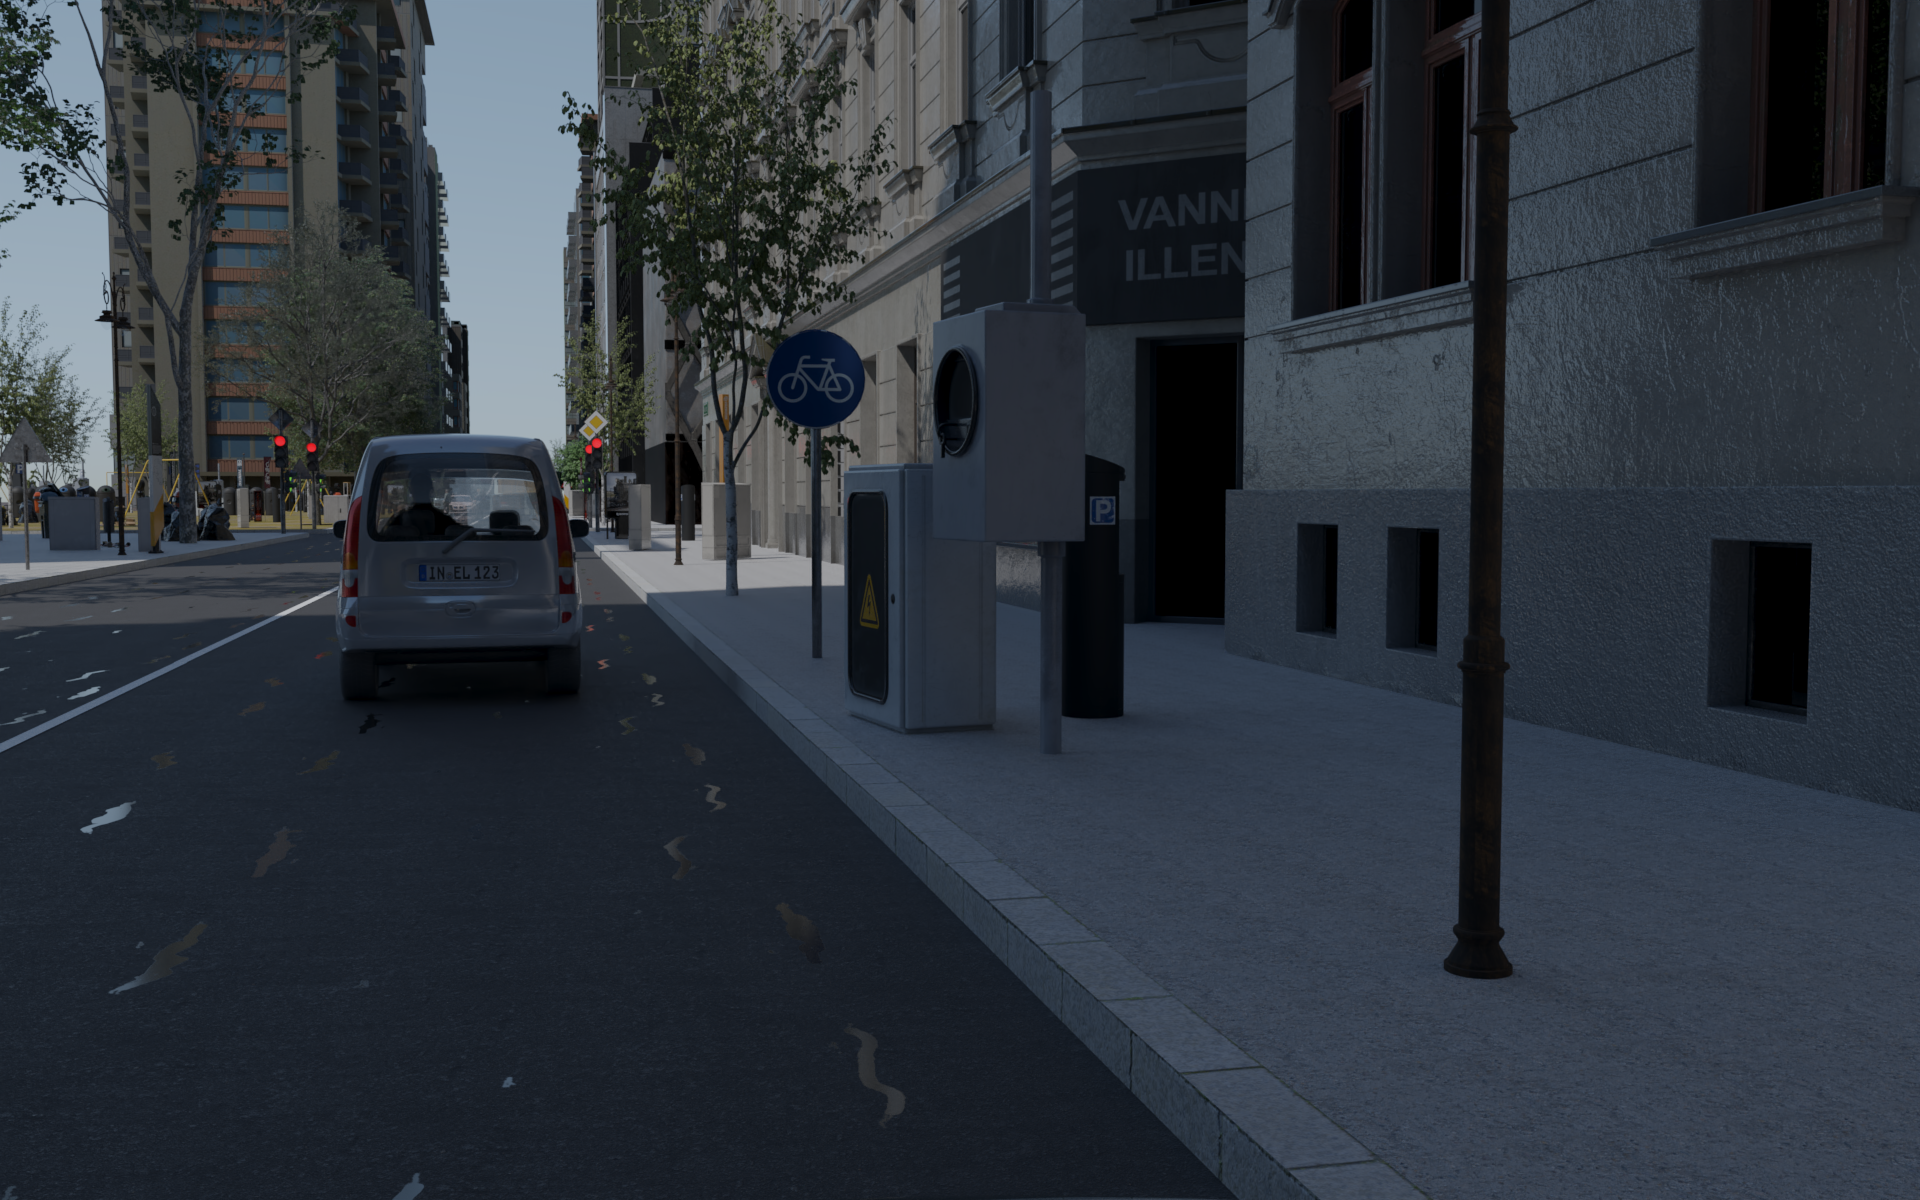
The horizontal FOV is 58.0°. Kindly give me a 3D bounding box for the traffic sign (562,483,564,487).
[{"bbox_3d":[-31.023,-8.362,136.729,0.884,2.594,0.081,0,4,-6],"label":"traffic sign"}]

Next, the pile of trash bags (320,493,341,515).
[{"bbox_3d":[-38.415,-5.883,105.937,1.912,1.369,3.447,-2,4,-34],"label":"pile of trash bags"}]

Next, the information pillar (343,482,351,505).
[{"bbox_3d":[-38.437,-6.370,108.649,0.304,2.012,0.304,1,4,16],"label":"information pillar"}]

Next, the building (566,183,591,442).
[{"bbox_3d":[-49.062,-39.628,267.530,23.786,49.044,30.456,-1,4,-14],"label":"building"}]

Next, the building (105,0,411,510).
[{"bbox_3d":[-58.888,-30.147,147.522,22.147,44.769,28.867,-1,4,-14],"label":"building"}]

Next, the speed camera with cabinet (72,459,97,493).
[{"bbox_3d":[-48.997,-6.319,97.652,0.660,3.252,2.038,1,4,20],"label":"speed camera with cabinet"}]

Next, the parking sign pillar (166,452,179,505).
[{"bbox_3d":[-50.840,-7.581,112.420,1.447,3.967,1.447,1,4,17],"label":"parking sign pillar"}]

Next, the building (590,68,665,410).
[{"bbox_3d":[-16.851,-28.304,154.647,32.217,40.220,23.993,-1,4,-14],"label":"building"}]

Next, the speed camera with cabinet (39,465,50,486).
[{"bbox_3d":[-61.985,-7.601,118.606,2.038,3.252,0.660,1,4,11],"label":"speed camera with cabinet"}]

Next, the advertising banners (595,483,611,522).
[{"bbox_3d":[-16.297,-5.060,78.912,0.090,3.025,2.074,1,4,10],"label":"advertising banners"}]

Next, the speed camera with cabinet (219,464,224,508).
[{"bbox_3d":[-48.012,-7.243,112.766,0.660,3.252,2.038,0,4,7],"label":"speed camera with cabinet"}]

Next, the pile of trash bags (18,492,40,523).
[{"bbox_3d":[-40.872,-4.111,76.975,1.912,1.369,3.447,-2,4,-27],"label":"pile of trash bags"}]

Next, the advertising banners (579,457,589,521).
[{"bbox_3d":[-17.927,-5.301,82.853,0.090,3.025,2.074,0,4,2],"label":"advertising banners"}]

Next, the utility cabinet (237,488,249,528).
[{"bbox_3d":[-27.160,-3.480,65.574,0.318,1.500,1.173,-2,4,-28],"label":"utility cabinet"}]

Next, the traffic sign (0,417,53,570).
[{"bbox_3d":[-15.772,-1.787,29.229,0.884,2.594,0.081,0,4,-6],"label":"traffic sign"}]

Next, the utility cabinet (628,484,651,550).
[{"bbox_3d":[-7.360,-1.901,39.761,0.318,1.500,1.173,0,4,0],"label":"utility cabinet"}]

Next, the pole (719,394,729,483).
[{"bbox_3d":[-4.822,-2.546,35.466,0.158,3.312,0.155,0,3,0],"label":"pole"}]

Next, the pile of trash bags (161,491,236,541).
[{"bbox_3d":[-21.586,-2.371,48.512,1.912,1.369,3.447,-2,4,-33],"label":"pile of trash bags"}]

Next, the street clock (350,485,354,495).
[{"bbox_3d":[-46.636,-7.856,133.018,0.358,2.002,0.471,1,4,19],"label":"street clock"}]

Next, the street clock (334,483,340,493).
[{"bbox_3d":[-42.105,-6.885,117.140,0.358,2.002,0.471,0,4,5],"label":"street clock"}]

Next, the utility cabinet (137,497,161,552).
[{"bbox_3d":[-18.295,-1.707,39.064,0.306,1.237,1.020,-1,4,-14],"label":"utility cabinet"}]

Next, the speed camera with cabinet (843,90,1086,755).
[{"bbox_3d":[-0.038,-0.908,9.175,0.660,3.252,2.038,-1,4,-23],"label":"speed camera with cabinet"}]

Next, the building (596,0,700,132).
[{"bbox_3d":[-27.877,-45.020,174.332,20.563,71.187,20.611,-1,4,-14],"label":"building"}]

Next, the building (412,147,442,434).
[{"bbox_3d":[-66.715,-31.390,196.821,14.154,41.232,14.086,-1,4,-14],"label":"building"}]

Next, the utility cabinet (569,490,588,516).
[{"bbox_3d":[-21.892,-5.546,99.359,0.318,1.500,1.173,2,4,34],"label":"utility cabinet"}]

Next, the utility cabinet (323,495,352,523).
[{"bbox_3d":[-27.675,-4.017,76.845,1.020,1.237,0.306,-1,4,-11],"label":"utility cabinet"}]

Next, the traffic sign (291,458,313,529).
[{"bbox_3d":[-23.869,-3.833,62.677,0.884,2.594,0.081,-1,4,-11],"label":"traffic sign"}]

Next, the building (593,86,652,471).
[{"bbox_3d":[-17.040,-17.965,111.742,12.078,24.808,19.932,-1,4,-14],"label":"building"}]

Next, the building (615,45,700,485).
[{"bbox_3d":[-12.148,-16.203,94.604,12.332,23.373,15.834,-1,4,-14],"label":"building"}]

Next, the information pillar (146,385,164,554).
[{"bbox_3d":[-17.366,-2.815,37.378,0.183,3.616,0.504,0,4,-1],"label":"information pillar"}]

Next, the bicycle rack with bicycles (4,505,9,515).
[{"bbox_3d":[-57.019,-5.650,105.756,2.925,0.926,2.852,0,4,-8],"label":"bicycle rack with bicycles"}]

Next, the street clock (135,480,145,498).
[{"bbox_3d":[-41.039,-5.024,86.713,0.471,2.002,0.358,2,4,24],"label":"street clock"}]

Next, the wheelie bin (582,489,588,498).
[{"bbox_3d":[-22.987,-5.981,105.701,0.693,1.594,0.980,1,4,20],"label":"wheelie bin"}]

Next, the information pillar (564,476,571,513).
[{"bbox_3d":[-26.197,-7.597,115.570,0.504,3.616,0.183,1,4,21],"label":"information pillar"}]

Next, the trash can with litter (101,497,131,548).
[{"bbox_3d":[-20.766,-1.895,42.049,1.678,1.210,2.233,-2,4,-29],"label":"trash can with litter"}]

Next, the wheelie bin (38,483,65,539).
[{"bbox_3d":[-26.275,-2.583,50.135,0.693,1.594,0.980,-3,5,-41],"label":"wheelie bin"}]

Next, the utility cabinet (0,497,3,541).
[{"bbox_3d":[-26.665,-2.210,47.293,0.306,1.237,1.020,1,4,15],"label":"utility cabinet"}]

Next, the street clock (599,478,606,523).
[{"bbox_3d":[-15.682,-4.378,76.152,0.471,2.002,0.358,0,4,2],"label":"street clock"}]

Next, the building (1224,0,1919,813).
[{"bbox_3d":[10.808,-13.236,3.801,14.401,28.519,23.554,-1,4,-14],"label":"building"}]

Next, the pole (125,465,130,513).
[{"bbox_3d":[-57.790,-7.731,120.239,0.158,3.312,0.155,0,3,0],"label":"pole"}]

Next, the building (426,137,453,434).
[{"bbox_3d":[-79.797,-37.384,230.833,23.786,49.044,30.456,-1,4,-14],"label":"building"}]

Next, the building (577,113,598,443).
[{"bbox_3d":[-32.413,-33.323,199.451,22.147,44.769,28.867,-1,4,-14],"label":"building"}]

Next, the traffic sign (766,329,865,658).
[{"bbox_3d":[-1.119,-0.819,13.496,0.768,2.556,0.104,0,4,-5],"label":"traffic sign"}]

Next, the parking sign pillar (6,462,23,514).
[{"bbox_3d":[-58.711,-7.310,107.995,1.447,3.967,1.447,3,4,37],"label":"parking sign pillar"}]

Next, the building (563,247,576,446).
[{"bbox_3d":[-58.724,-37.012,288.744,14.154,41.232,14.086,-1,4,-14],"label":"building"}]

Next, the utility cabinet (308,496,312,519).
[{"bbox_3d":[-33.109,-4.730,88.494,0.306,1.237,1.020,-1,4,-15],"label":"utility cabinet"}]

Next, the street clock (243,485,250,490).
[{"bbox_3d":[-54.683,-7.844,132.822,0.471,2.002,0.358,1,4,12],"label":"street clock"}]

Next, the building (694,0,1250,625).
[{"bbox_3d":[4.317,-15.935,36.949,17.030,29.872,44.131,-1,4,-14],"label":"building"}]

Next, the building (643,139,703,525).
[{"bbox_3d":[-5.385,-12.920,78.697,16.811,18.784,16.820,-1,4,-14],"label":"building"}]

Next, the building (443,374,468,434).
[{"bbox_3d":[-88.791,-25.378,259.974,27.650,21.520,28.899,-1,4,-14],"label":"building"}]

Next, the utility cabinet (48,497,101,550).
[{"bbox_3d":[-20.290,-1.745,39.692,1.020,1.237,0.306,0,4,-7],"label":"utility cabinet"}]

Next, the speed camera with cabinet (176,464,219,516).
[{"bbox_3d":[-43.914,-6.431,99.488,2.038,3.252,0.660,0,4,-3],"label":"speed camera with cabinet"}]

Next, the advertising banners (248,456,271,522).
[{"bbox_3d":[-32.496,-5.128,80.031,0.090,3.025,2.074,1,4,18],"label":"advertising banners"}]

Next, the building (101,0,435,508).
[{"bbox_3d":[-67.974,-35.768,174.038,28.713,52.752,27.495,-1,4,-14],"label":"building"}]

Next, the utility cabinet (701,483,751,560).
[{"bbox_3d":[-4.555,-1.542,33.883,0.318,1.500,1.173,2,4,30],"label":"utility cabinet"}]

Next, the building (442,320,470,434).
[{"bbox_3d":[-87.405,-31.219,282.129,14.160,30.474,14.107,-1,4,-14],"label":"building"}]
